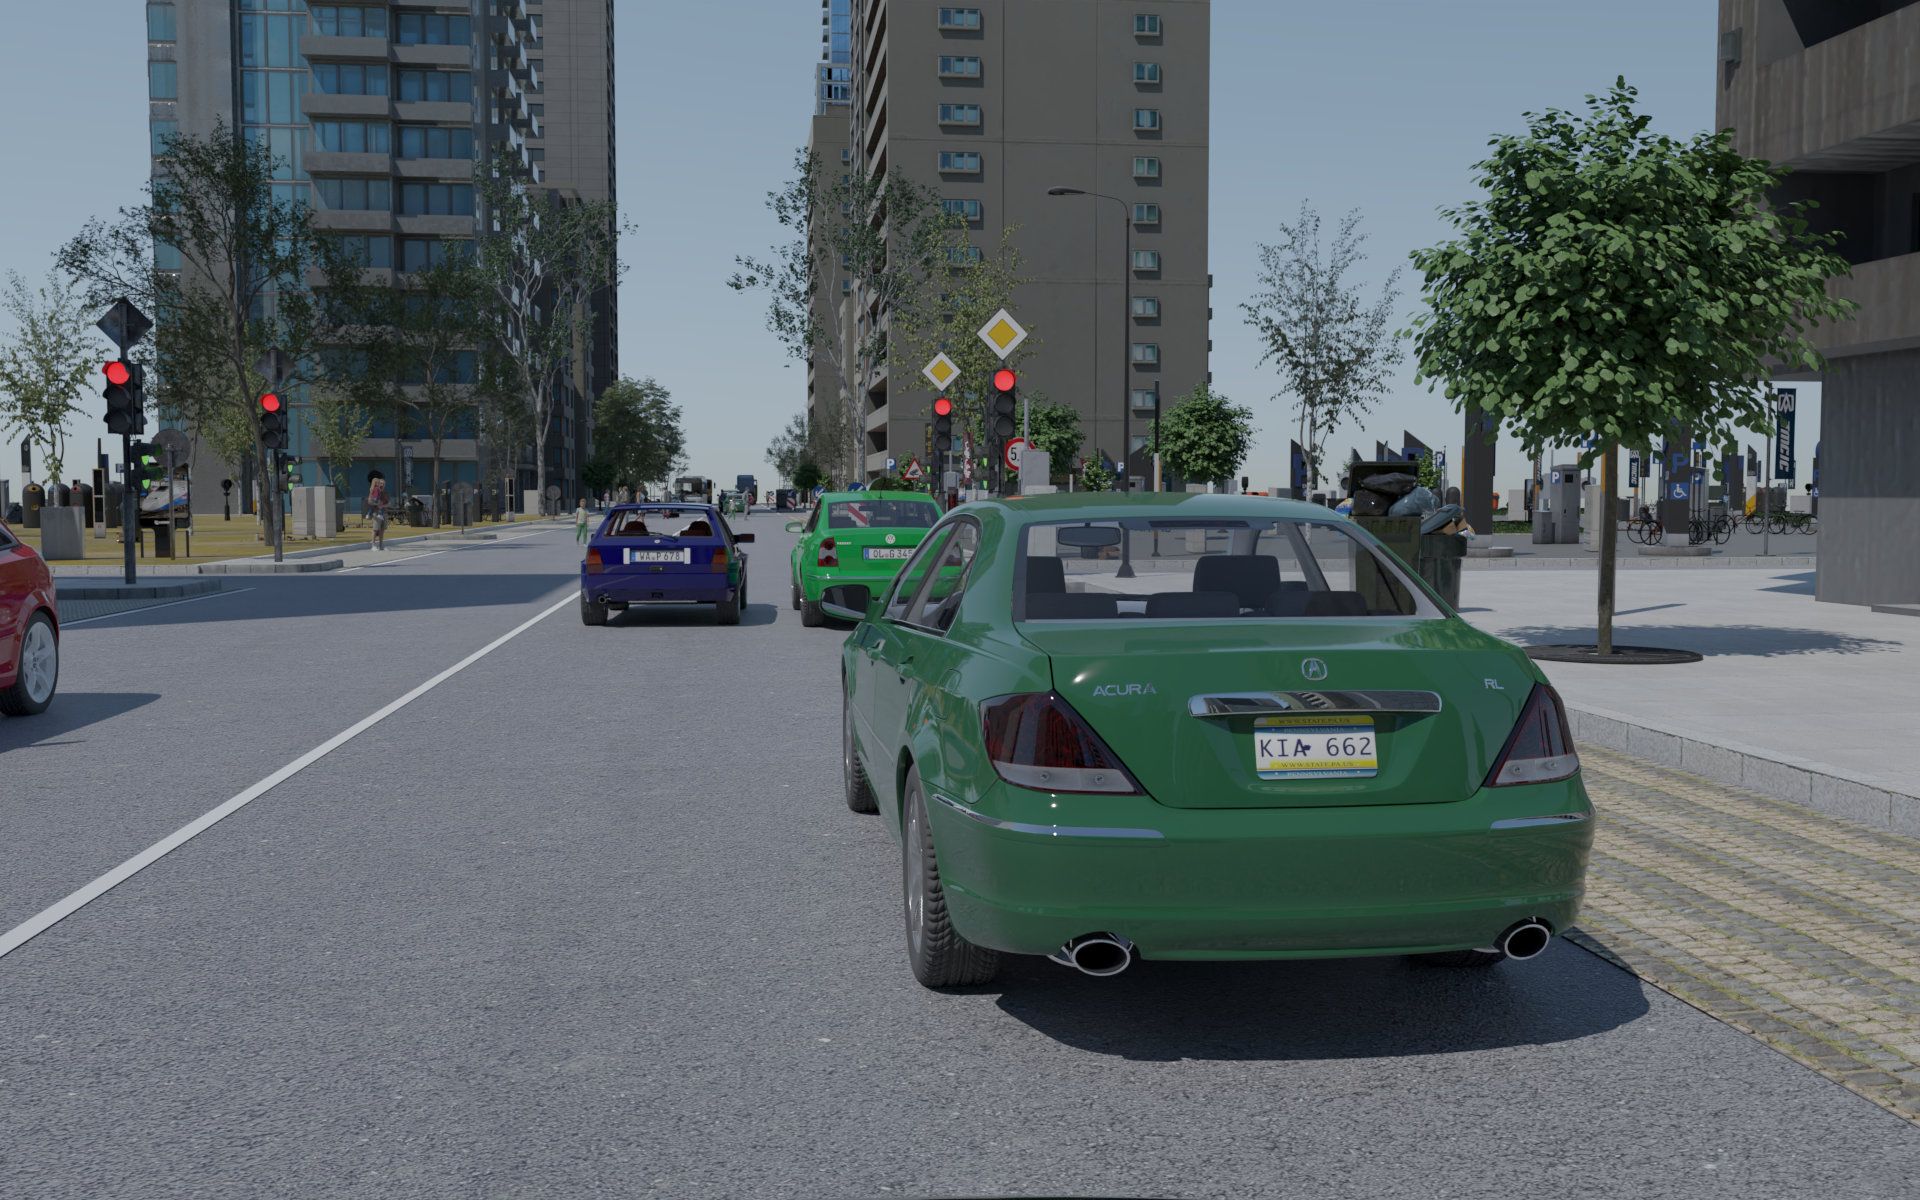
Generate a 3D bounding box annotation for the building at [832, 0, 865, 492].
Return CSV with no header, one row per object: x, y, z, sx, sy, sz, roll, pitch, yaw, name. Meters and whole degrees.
-2.232,-44.852,171.579,20.563,71.187,20.611,0,4,-7,building

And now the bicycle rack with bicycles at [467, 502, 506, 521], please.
-22.785,-4.184,81.784,2.925,0.926,2.852,-1,4,-15,bicycle rack with bicycles

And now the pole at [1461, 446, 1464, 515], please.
21.320,-4.860,73.310,0.158,3.312,0.155,0,3,0,pole

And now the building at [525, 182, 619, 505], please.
-56.115,-31.217,202.278,32.217,40.220,23.993,0,4,-7,building

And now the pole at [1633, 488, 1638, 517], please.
34.891,-5.842,89.360,0.158,3.312,0.155,0,3,0,pole

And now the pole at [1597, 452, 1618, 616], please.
6.818,-1.489,18.181,0.158,3.312,0.155,0,3,0,pole

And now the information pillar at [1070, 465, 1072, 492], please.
4.709,-5.020,73.430,0.183,3.616,0.504,0,4,1,information pillar

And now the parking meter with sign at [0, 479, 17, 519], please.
-49.146,-5.656,88.731,1.738,3.016,0.543,0,4,3,parking meter with sign

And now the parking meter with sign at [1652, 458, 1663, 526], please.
27.788,-4.391,68.052,0.543,3.016,1.738,0,4,1,parking meter with sign

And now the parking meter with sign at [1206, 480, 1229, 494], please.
13.044,-5.523,86.562,1.738,3.016,0.543,-1,4,-23,parking meter with sign

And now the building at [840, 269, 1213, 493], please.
4.326,-18.592,149.016,27.650,21.520,28.899,0,4,-7,building

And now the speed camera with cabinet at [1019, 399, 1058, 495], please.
1.612,-2.513,35.431,0.660,3.252,2.038,0,4,-3,speed camera with cabinet

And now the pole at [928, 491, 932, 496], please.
-1.021,-4.063,60.273,0.158,3.312,0.155,0,3,0,pole

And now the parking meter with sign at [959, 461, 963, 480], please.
-0.318,-5.247,82.045,0.543,3.016,1.738,3,5,42,parking meter with sign

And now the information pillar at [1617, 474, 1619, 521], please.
24.290,-3.667,64.452,0.304,2.012,0.304,0,4,4,information pillar

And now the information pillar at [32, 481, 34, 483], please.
-50.905,-5.534,94.971,0.304,2.012,0.304,-2,4,-29,information pillar

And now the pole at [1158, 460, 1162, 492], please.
7.195,-4.208,62.646,0.158,3.312,0.155,0,3,0,pole

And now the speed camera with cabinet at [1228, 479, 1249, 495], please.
16.859,-6.790,105.345,0.660,3.252,2.038,-2,4,-23,speed camera with cabinet

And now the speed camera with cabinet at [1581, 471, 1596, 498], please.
33.173,-6.055,93.337,2.038,3.252,0.660,3,5,41,speed camera with cabinet

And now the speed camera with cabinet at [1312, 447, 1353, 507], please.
15.715,-4.790,72.650,2.038,3.252,0.660,3,5,40,speed camera with cabinet

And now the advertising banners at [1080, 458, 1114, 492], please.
6.805,-5.343,83.547,2.074,3.025,0.090,0,4,-1,advertising banners

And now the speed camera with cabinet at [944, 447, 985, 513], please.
0.236,-4.777,72.442,2.038,3.252,0.660,-1,4,-15,speed camera with cabinet

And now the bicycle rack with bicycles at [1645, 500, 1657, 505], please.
45.048,-6.005,111.567,2.925,0.926,2.852,1,4,15,bicycle rack with bicycles

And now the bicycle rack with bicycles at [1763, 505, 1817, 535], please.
26.192,-2.571,55.421,2.852,0.926,2.925,-2,4,-30,bicycle rack with bicycles

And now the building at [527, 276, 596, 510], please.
-47.052,-18.670,150.293,27.650,21.520,28.899,0,4,-7,building

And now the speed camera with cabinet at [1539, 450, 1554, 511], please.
26.027,-5.084,77.452,0.660,3.252,2.038,0,4,-1,speed camera with cabinet

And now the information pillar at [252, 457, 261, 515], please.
-42.389,-6.915,104.408,0.504,3.616,0.183,-3,5,-40,information pillar

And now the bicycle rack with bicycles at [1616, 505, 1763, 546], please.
18.242,-1.885,44.206,2.925,0.926,2.852,0,4,-5,bicycle rack with bicycles

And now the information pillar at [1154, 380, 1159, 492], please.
4.027,-2.699,35.491,0.183,3.616,0.504,0,4,6,information pillar

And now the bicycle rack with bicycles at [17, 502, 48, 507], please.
-42.755,-4.121,80.761,2.852,0.926,2.925,0,4,2,bicycle rack with bicycles

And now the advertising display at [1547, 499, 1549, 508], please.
28.485,-4.890,85.166,0.974,1.923,0.123,-1,4,-13,advertising display

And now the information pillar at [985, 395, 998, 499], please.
0.788,-3.035,40.977,0.504,3.616,0.183,-3,5,-39,information pillar

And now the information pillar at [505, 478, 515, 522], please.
-20.845,-4.633,80.242,0.304,2.012,0.304,-2,4,-35,information pillar

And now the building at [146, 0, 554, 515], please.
-41.576,-30.622,120.286,23.786,49.044,30.456,0,4,-7,building

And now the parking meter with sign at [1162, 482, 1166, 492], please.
12.828,-7.016,110.970,1.738,3.016,0.543,-1,4,-17,parking meter with sign

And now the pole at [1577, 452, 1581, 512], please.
30.043,-5.520,84.091,0.158,3.312,0.155,0,3,0,pole

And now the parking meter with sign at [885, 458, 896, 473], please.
-3.061,-5.448,85.328,0.543,3.016,1.738,1,4,23,parking meter with sign

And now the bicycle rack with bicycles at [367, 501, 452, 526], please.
-22.860,-3.534,71.168,2.925,0.926,2.852,1,4,20,bicycle rack with bicycles

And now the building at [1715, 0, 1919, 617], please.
15.870,-15.036,17.534,14.160,30.474,14.107,0,4,-7,building

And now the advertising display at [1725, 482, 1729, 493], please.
41.568,-5.401,93.518,0.974,1.923,0.123,-3,5,-43,advertising display

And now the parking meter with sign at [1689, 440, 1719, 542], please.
20.179,-3.119,47.257,0.543,3.016,1.738,2,4,32,parking meter with sign

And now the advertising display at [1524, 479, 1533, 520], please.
24.254,-4.177,73.514,0.974,1.923,0.123,-3,5,-41,advertising display

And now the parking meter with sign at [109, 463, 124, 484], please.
-48.331,-6.288,99.062,1.738,3.016,0.543,3,5,41,parking meter with sign

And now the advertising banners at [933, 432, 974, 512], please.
-0.219,-3.266,49.580,0.090,3.025,2.074,-2,4,-35,advertising banners

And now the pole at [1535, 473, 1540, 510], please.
23.937,-4.772,71.862,0.158,3.312,0.155,0,3,0,pole

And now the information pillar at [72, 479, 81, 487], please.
-43.548,-4.949,85.409,0.304,2.012,0.304,0,4,-8,information pillar

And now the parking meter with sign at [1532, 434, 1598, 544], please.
15.524,-2.950,44.493,1.738,3.016,0.543,-2,4,-25,parking meter with sign

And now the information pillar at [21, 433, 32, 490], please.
-36.068,-4.624,66.953,0.504,3.616,0.183,2,4,26,information pillar

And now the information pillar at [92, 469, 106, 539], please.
-24.848,-2.783,49.996,0.304,2.012,0.304,-1,4,-22,information pillar

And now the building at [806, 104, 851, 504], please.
-7.720,-36.040,212.961,21.300,48.544,21.600,0,4,-7,building

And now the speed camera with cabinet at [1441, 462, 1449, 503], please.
30.116,-6.962,108.167,0.660,3.252,2.038,1,4,12,speed camera with cabinet

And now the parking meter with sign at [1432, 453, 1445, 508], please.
19.710,-4.739,73.735,1.738,3.016,0.543,-1,4,-16,parking meter with sign

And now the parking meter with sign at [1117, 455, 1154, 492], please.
7.457,-4.733,73.648,1.738,3.016,0.543,2,4,26,parking meter with sign

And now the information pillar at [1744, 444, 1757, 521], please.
37.038,-5.488,81.079,0.183,3.616,0.504,-2,4,-26,information pillar

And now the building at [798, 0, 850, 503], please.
-12.103,-57.451,251.995,22.319,86.520,31.000,0,4,-7,building

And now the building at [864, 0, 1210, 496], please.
4.653,-30.474,121.947,21.300,48.544,21.600,0,4,-7,building

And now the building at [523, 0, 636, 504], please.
-52.876,-48.069,224.177,20.563,71.187,20.611,0,4,-7,building

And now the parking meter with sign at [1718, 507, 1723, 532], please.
24.668,-3.772,57.936,1.738,3.016,0.543,-1,4,-13,parking meter with sign
